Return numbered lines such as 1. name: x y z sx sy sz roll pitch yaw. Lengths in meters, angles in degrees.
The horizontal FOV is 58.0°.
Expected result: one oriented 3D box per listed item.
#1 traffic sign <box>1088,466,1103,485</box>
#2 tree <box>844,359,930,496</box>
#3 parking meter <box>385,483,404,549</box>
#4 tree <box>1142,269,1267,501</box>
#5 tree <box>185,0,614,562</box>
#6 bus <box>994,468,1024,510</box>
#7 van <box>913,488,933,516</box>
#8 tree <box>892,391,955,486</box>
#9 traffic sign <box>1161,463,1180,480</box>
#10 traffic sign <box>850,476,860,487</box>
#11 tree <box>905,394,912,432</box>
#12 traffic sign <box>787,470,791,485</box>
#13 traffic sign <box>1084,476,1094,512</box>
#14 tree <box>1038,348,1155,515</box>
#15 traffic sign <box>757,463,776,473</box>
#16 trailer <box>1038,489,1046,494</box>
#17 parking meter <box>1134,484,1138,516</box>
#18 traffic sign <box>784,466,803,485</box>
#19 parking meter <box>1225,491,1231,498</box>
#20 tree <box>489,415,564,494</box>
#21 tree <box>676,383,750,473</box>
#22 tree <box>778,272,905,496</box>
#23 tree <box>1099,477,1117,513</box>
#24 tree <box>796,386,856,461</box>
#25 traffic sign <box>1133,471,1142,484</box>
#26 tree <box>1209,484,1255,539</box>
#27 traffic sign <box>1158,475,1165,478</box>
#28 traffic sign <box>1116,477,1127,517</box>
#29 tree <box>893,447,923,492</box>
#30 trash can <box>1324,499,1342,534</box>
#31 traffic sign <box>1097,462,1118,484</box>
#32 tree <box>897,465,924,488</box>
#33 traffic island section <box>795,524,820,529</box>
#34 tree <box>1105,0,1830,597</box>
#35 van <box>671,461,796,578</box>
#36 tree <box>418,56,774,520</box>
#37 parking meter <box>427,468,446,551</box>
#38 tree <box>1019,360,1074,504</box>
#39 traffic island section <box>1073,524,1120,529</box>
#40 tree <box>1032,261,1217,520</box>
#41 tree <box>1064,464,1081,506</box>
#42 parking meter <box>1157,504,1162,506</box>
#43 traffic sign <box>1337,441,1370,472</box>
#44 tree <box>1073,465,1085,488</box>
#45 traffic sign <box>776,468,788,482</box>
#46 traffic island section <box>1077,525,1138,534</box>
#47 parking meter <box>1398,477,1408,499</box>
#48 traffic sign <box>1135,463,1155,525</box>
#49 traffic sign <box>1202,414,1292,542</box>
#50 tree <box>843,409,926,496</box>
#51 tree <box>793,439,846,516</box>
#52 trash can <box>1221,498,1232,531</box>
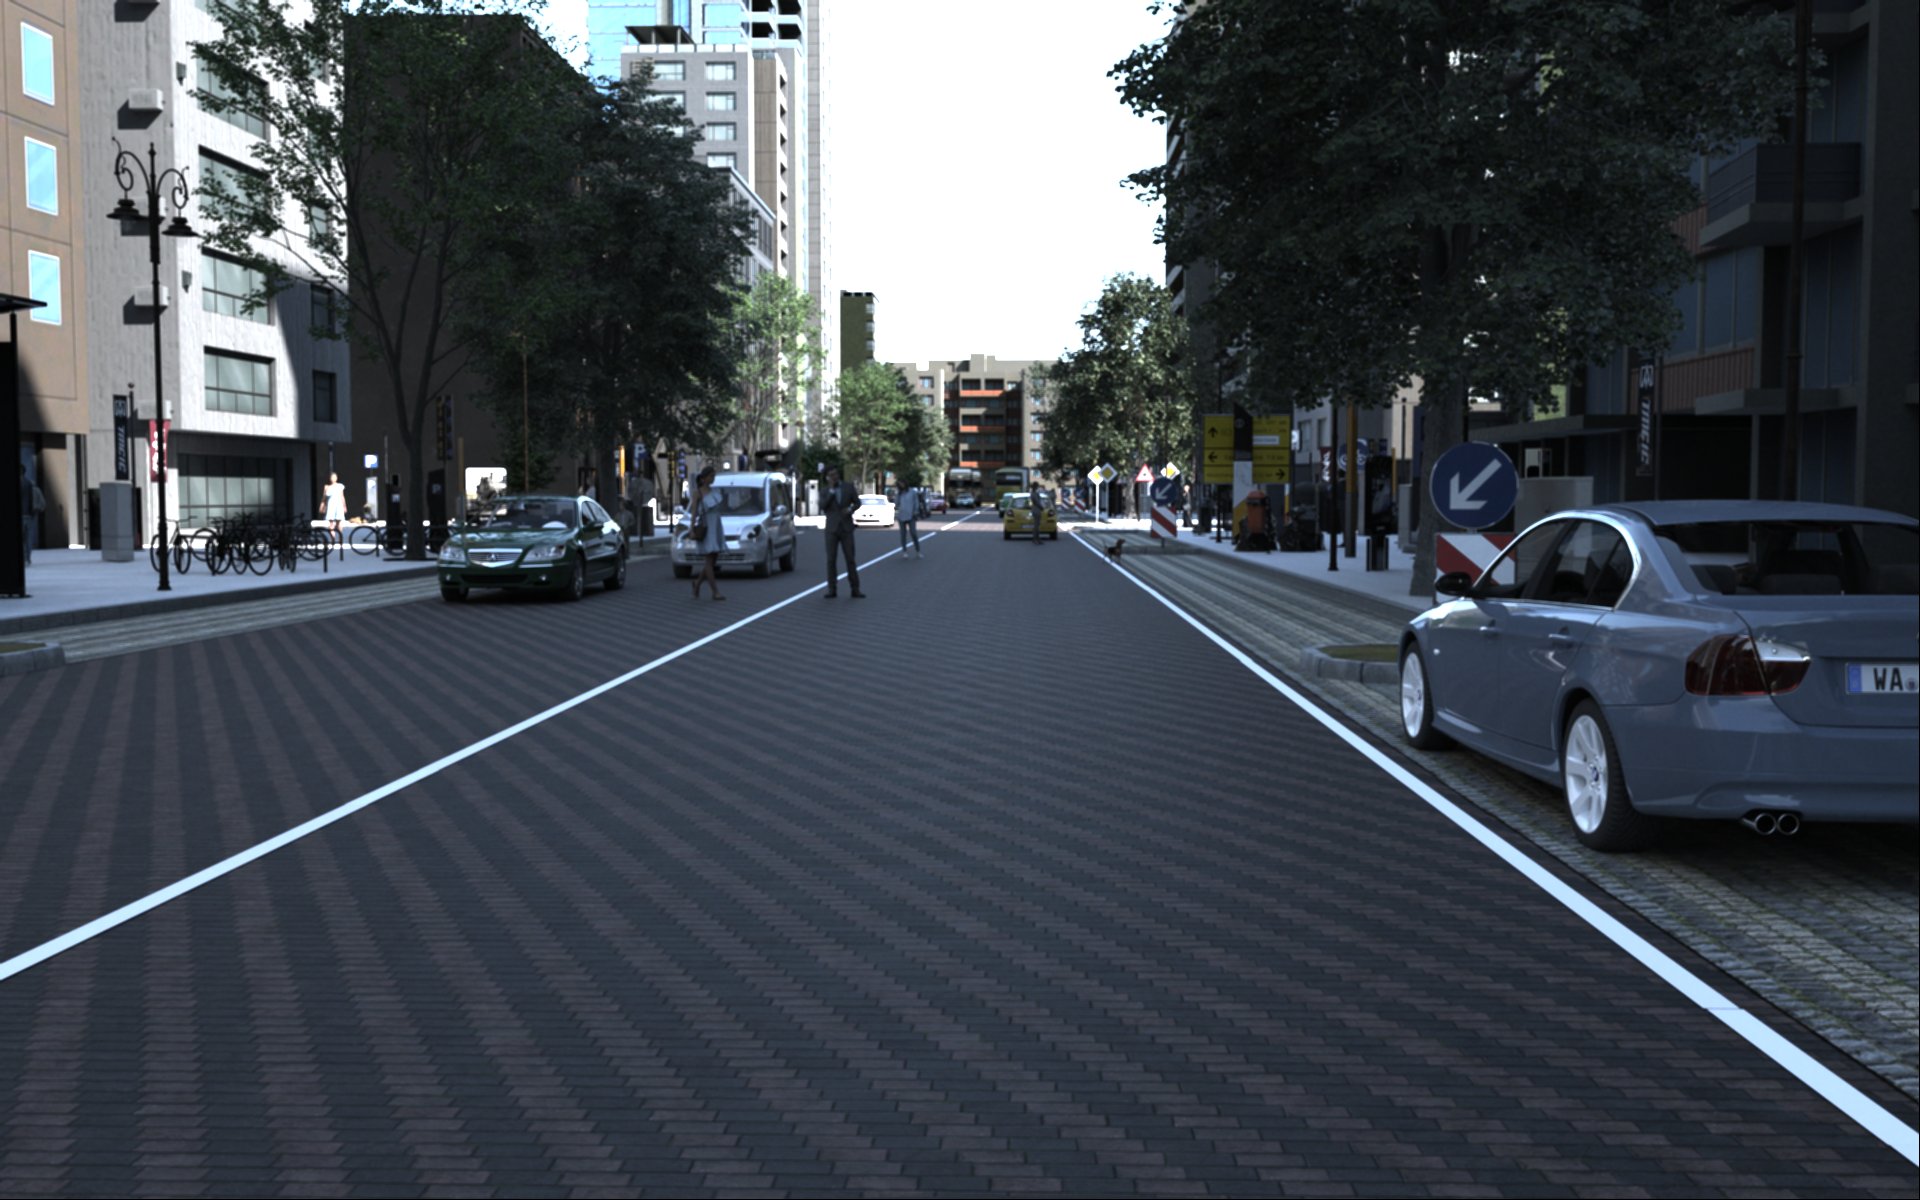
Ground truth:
1. traffic sign: 5.679 -4.236 71.441 0.795 2.593 0.064 0 4 2
2. tree: -6.151 -13.947 146.162 7.486 12.596 7.792 0 3 0
3. parking meter: -13.145 -1.948 40.259 0.372 1.533 0.369 0 3 0
4. tree: 8.241 -6.550 57.459 4.360 8.622 3.978 0 3 0
5. tree: -10.497 -6.552 32.875 9.928 11.665 9.643 0 3 0
6. bus: 4.569 -10.453 162.445 2.896 3.916 12.252 0 4 2
7. van: -2.761 -6.491 113.132 2.013 2.044 4.112 0 4 1
8. tree: -5.206 -18.719 212.715 9.857 13.997 8.962 0 3 0
9. traffic sign: 8.776 -4.432 72.192 0.795 2.593 0.064 0 4 5
10. traffic sign: -7.389 -7.446 121.854 0.768 2.556 0.104 0 4 8
11. tree: -7.353 -12.654 132.647 9.928 11.665 9.643 0 3 0
12. traffic sign: -9.081 -5.555 90.925 0.768 2.556 0.104 0 4 4
13. traffic sign: 9.051 -7.397 121.054 0.768 2.556 0.104 0 4 8
14. tree: 9.789 -10.392 104.326 7.601 10.594 8.767 -2 4 -29
15. traffic sign: -7.173 -3.774 63.896 0.795 2.593 0.064 0 4 2
16. trailer: 9.995 -12.525 211.837 1.471 1.999 3.904 0 4 1
17. parking meter: 9.748 -5.521 95.983 0.255 1.863 0.399 2 4 26
18. traffic sign: -6.908 -4.262 71.877 0.795 2.593 0.064 0 4 2
19. parking meter: 18.917 -6.966 122.312 0.372 1.533 0.369 0 3 0
20. tree: -10.517 -2.906 42.109 1.663 3.219 1.824 0 3 0
21. tree: -14.880 -9.447 104.820 4.360 8.622 3.978 0 3 0
22. tree: -9.518 -9.369 78.936 9.928 11.665 9.643 0 3 0
23. tree: 10.583 -7.632 119.383 1.663 3.219 1.824 0 3 0
24. tree: -9.282 -10.317 119.044 4.360 8.622 3.978 0 3 0
25. traffic sign: 9.915 -5.951 97.404 0.768 2.556 0.104 0 4 6
26. tree: 7.531 -3.346 49.310 1.663 3.219 1.824 0 3 0
27. traffic sign: 10.911 -5.561 93.046 0.606 2.300 0.079 0 4 7
28. traffic sign: 9.092 -5.939 97.111 0.884 2.594 0.081 0 4 5
29. tree: -6.150 -14.257 183.456 4.737 8.622 4.395 0 3 0
30. trash can: 12.054 -2.696 55.737 0.748 1.137 0.748 0 3 0
31. traffic sign: 5.414 -3.747 63.460 0.795 2.593 0.064 0 4 2
32. tree: -5.531 -12.673 190.921 4.285 4.588 4.351 0 3 0
33. traffic island section: -6.932 -3.038 71.945 2.009 0.180 2.903 0 4 2
34. tree: 6.017 -7.032 21.630 9.857 13.997 8.962 0 3 0
35. van: -4.000 -1.467 30.998 2.013 2.044 4.112 0 4 3
36. tree: -10.250 -8.742 49.585 9.857 13.997 8.962 0 3 0
37. parking meter: -11.738 -2.024 38.809 0.399 1.863 0.255 -1 4 -18
38. tree: 14.659 -22.449 222.924 12.611 20.169 13.585 0 3 0
39. traffic island section: 5.703 -3.012 71.523 2.009 0.180 2.903 0 4 2
40. tree: 8.335 -10.301 85.432 9.611 12.733 9.660 0 3 0
41. tree: 13.037 -16.189 190.444 9.928 11.665 9.643 0 3 0
42. parking meter: 12.998 -6.556 112.903 0.399 1.863 0.255 0 4 -2
43. traffic sign: 9.344 -2.514 41.213 0.768 2.556 0.104 1 4 8
44. tree: 12.421 -13.830 176.486 4.360 8.622 3.978 0 3 0
45. traffic sign: -8.837 -5.238 85.749 0.768 2.556 0.104 1 4 9
46. traffic island section: 5.438 -2.524 63.542 2.009 0.180 2.903 0 4 2
47. parking meter: 14.762 -3.185 57.793 0.255 1.863 0.399 2 4 26
48. traffic sign: 7.730 -4.426 72.373 0.884 2.594 0.081 0 4 3
49. traffic sign: 7.313 -3.080 44.230 2.265 3.308 0.079 0 4 3
50. tree: -7.127 -13.781 159.724 8.767 10.594 7.601 0 4 7
51. tree: -8.389 -7.289 102.882 4.285 4.588 4.351 0 3 0
52. trash can: 9.406 -2.969 60.200 0.748 1.137 0.748 0 3 0
